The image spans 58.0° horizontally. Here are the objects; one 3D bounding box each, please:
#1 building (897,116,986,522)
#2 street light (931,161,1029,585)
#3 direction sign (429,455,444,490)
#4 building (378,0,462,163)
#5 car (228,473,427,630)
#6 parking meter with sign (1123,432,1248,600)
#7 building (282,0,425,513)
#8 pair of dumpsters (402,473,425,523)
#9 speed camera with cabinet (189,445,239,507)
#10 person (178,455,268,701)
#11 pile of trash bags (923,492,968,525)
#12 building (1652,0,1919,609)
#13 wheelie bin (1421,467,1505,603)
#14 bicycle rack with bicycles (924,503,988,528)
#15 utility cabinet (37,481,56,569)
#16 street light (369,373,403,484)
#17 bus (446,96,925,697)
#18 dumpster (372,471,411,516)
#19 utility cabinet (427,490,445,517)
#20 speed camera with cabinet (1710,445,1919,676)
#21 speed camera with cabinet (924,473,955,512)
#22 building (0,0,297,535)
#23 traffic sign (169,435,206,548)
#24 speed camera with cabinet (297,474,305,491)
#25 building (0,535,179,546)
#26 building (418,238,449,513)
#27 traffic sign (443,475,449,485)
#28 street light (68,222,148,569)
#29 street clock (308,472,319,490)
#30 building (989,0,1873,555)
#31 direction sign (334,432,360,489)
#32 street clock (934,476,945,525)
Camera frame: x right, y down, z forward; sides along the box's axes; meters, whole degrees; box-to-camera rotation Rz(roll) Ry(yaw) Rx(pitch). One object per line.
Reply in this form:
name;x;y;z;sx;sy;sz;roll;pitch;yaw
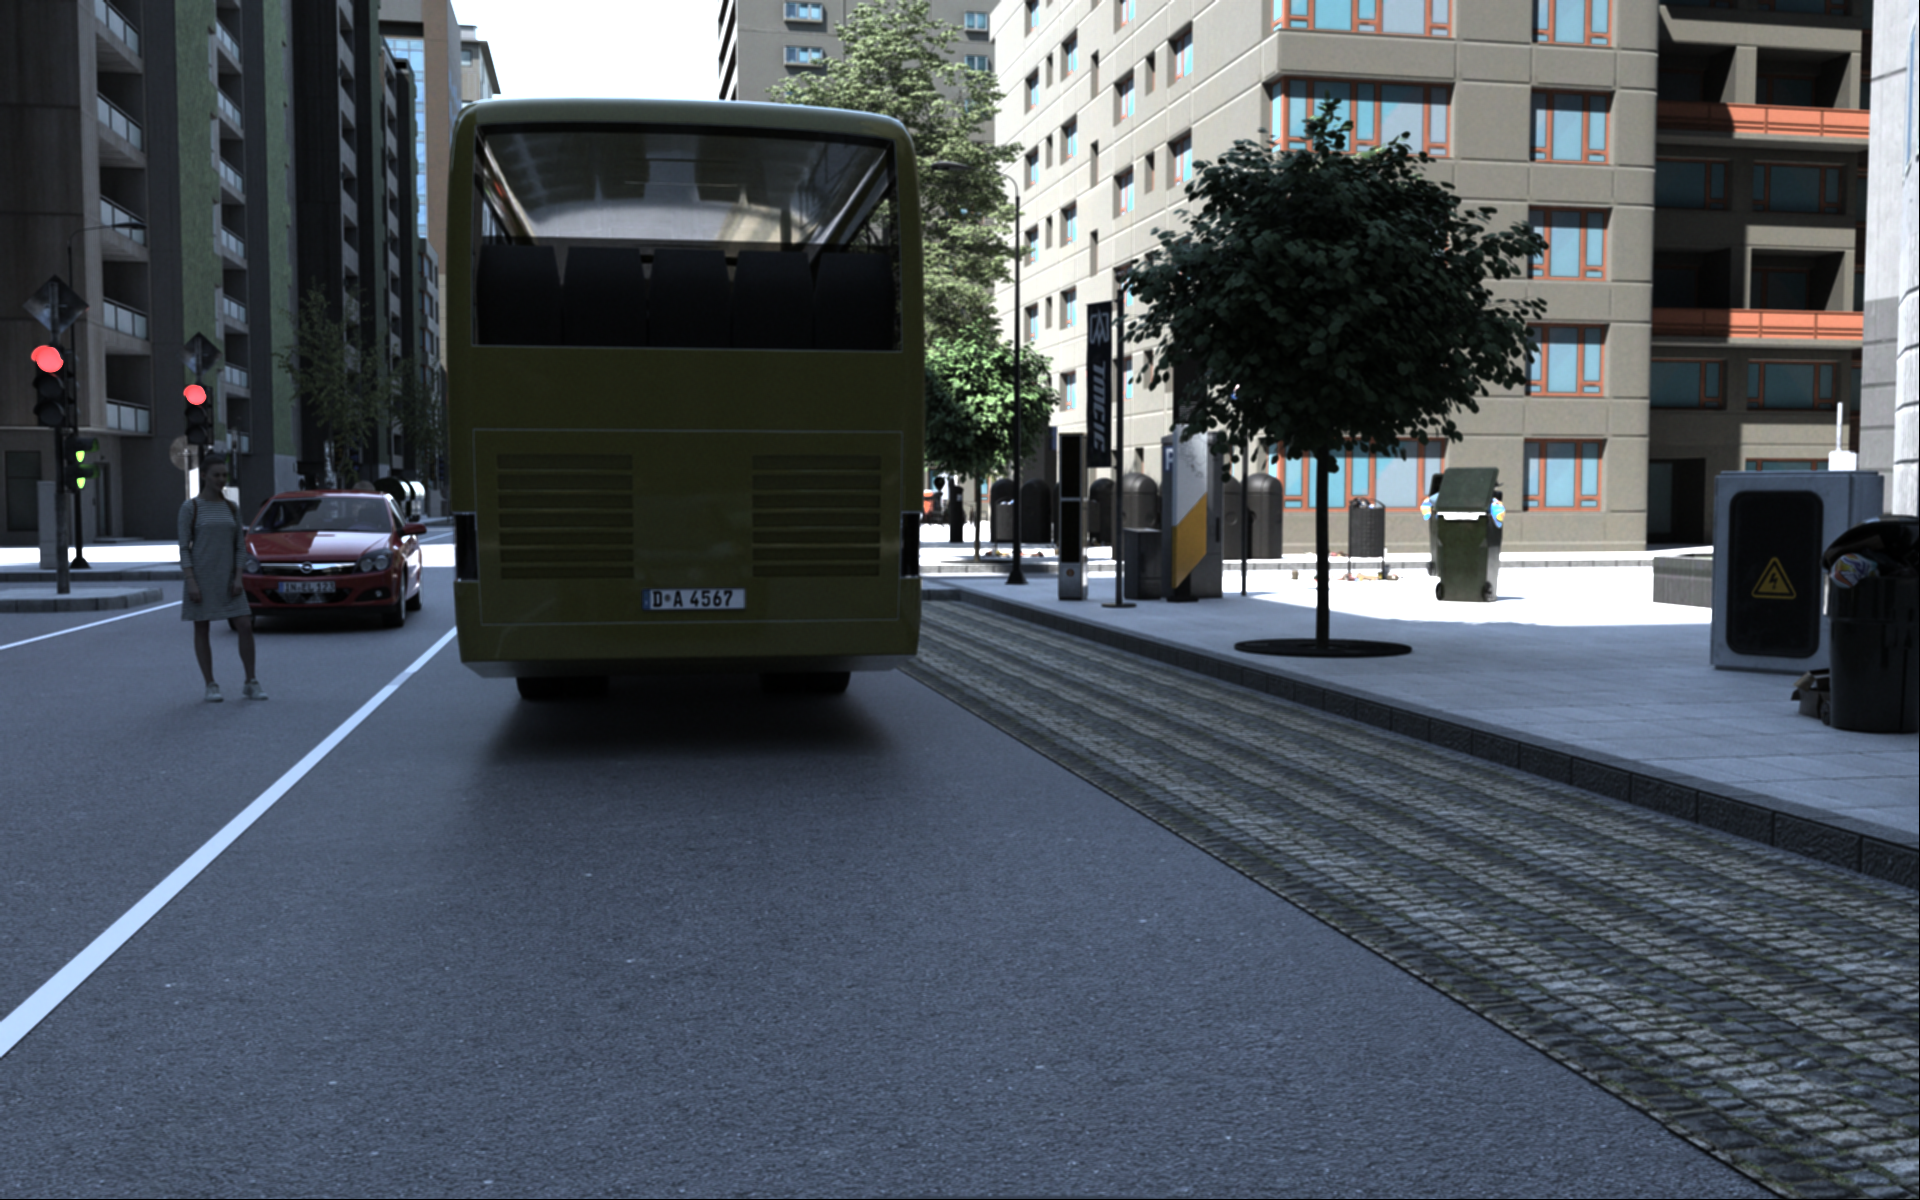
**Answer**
building;4.672;-15.339;95.832;27.650;21.520;28.899;-1;4;-12
street light;0.279;-3.174;24.443;1.470;5.913;1.316;-1;4;-12
direction sign;-30.568;-6.682;101.251;0.876;3.537;0.379;1;4;9
building;-50.653;-30.581;150.112;14.600;45.320;14.200;-1;4;-12
car;-7.192;-0.659;19.808;2.155;1.783;4.494;-1;4;-13
parking meter with sign;2.851;-1.536;21.376;1.738;3.016;0.543;-2;4;-28
building;-41.839;-20.599;108.503;14.160;30.474;14.107;-1;4;-12
pair of dumpsters;-25.066;-4.610;77.864;1.574;2.255;4.437;-1;4;-12
speed camera with cabinet;-18.043;-2.905;41.836;0.660;3.252;2.038;0;4;-5
person;-5.172;-0.155;12.033;0.522;1.701;0.512;3;5;41
pile of trash bags;-0.884;-3.913;73.728;1.912;1.369;3.447;1;4;16
building;19.804;-28.612;9.813;21.231;58.520;28.212;-1;4;-12
wheelie bin;6.067;-0.782;20.686;0.980;1.594;0.693;3;4;36
bicycle rack with bicycles;-0.142;-3.229;66.179;2.852;0.926;2.925;-1;4;-15
utility cabinet;-15.640;-1.297;29.882;0.318;1.500;1.173;-1;4;-21
street light;-22.135;-5.758;66.690;1.470;5.913;1.316;-1;4;-12
bus;-2.465;-1.444;15.162;2.896;3.916;12.252;-1;4;-10
dumpster;-24.003;-4.304;72.856;1.502;2.255;1.985;-1;4;-11
utility cabinet;-28.487;-5.242;94.392;0.318;1.500;1.173;3;4;37
speed camera with cabinet;6.365;-1.082;12.019;0.660;3.252;2.038;-3;5;-43
speed camera with cabinet;-0.961;-5.043;76.796;0.660;3.252;2.038;2;4;32
building;-33.926;-23.327;64.994;14.154;41.232;14.086;-1;4;-12
traffic sign;-16.625;-2.275;37.299;0.768;2.556;0.104;0;4;-4
speed camera with cabinet;-30.572;-5.177;78.977;0.660;3.252;2.038;0;4;3
building;-27.915;-22.026;43.719;14.154;41.232;14.086;-1;4;-12
building;-52.396;-17.339;128.531;27.650;21.520;28.899;-1;4;-12
traffic sign;-30.453;-6.330;103.504;0.884;2.594;0.081;0;4;-6
street light;-14.571;-3.492;29.631;1.470;5.913;1.316;-1;4;-12
street clock;-20.875;-3.145;55.997;0.358;2.002;0.471;0;4;-5
building;17.983;-12.673;52.240;28.899;21.520;27.650;-1;4;-12
direction sign;-22.411;-4.363;63.333;0.876;3.537;0.379;-1;4;-8
street clock;-0.842;-4.073;71.168;0.471;2.002;0.358;0;4;3
